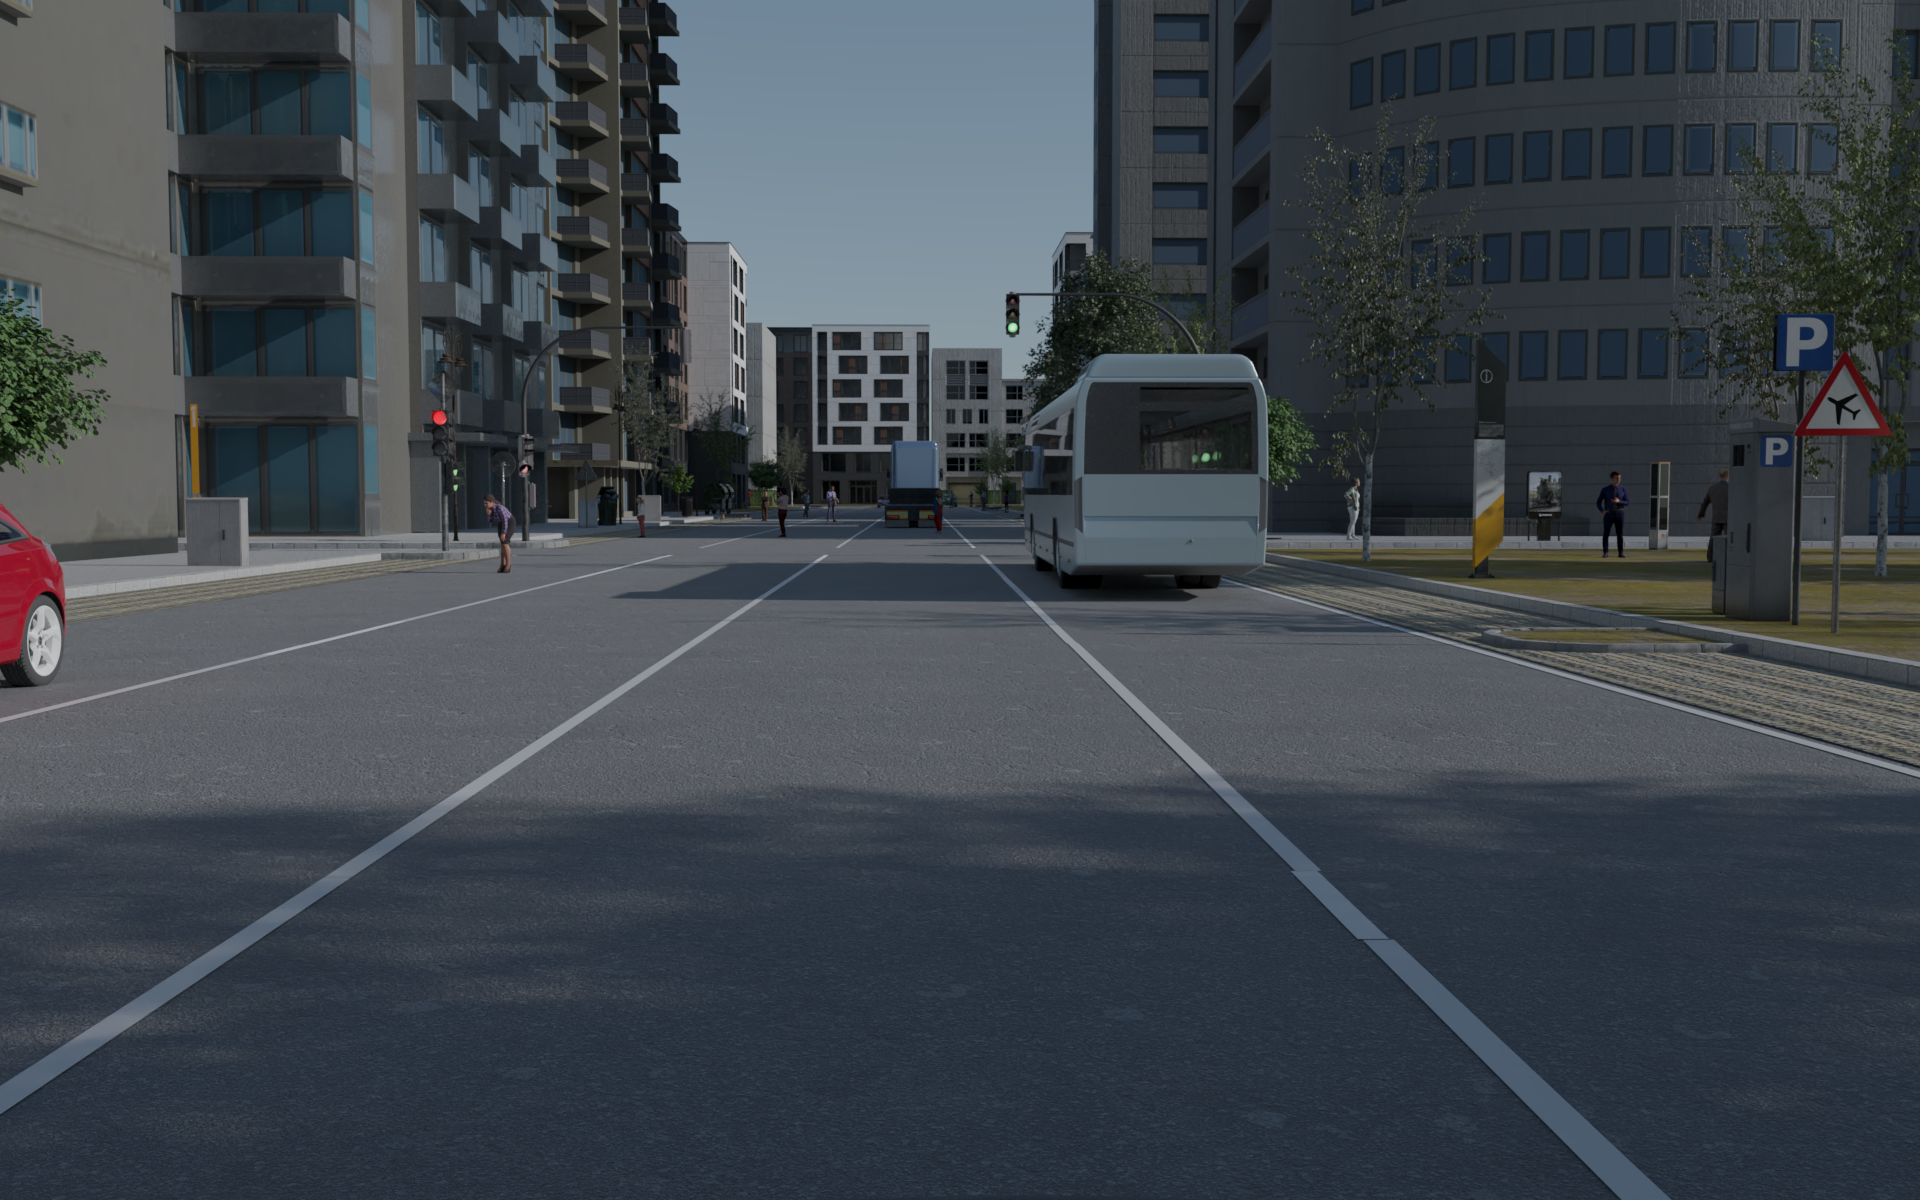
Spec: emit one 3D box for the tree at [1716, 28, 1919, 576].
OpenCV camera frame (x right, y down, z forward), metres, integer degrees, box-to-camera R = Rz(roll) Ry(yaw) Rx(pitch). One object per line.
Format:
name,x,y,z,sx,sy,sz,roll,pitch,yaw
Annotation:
tree,14.144,-4.675,26.798,4.737,8.622,4.395,0,3,0

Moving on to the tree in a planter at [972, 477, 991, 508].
tree in a planter,2.224,-11.015,177.317,1.991,3.239,1.994,0,4,-1

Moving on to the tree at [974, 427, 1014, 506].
tree,3.726,-14.898,193.940,4.737,8.622,4.395,0,3,0

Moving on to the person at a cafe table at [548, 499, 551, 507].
person at a cafe table,-20.460,-4.574,83.295,1.698,1.524,1.622,2,4,24

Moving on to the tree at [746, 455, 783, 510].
tree,-16.196,-9.807,144.063,4.285,4.588,4.351,0,3,0

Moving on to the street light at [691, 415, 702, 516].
street light,-15.103,-7.735,99.261,0.468,5.910,1.993,0,4,-1

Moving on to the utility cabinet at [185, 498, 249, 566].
utility cabinet,-13.271,-1.210,30.945,1.020,1.237,0.306,0,4,5

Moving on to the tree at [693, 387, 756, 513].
tree,-16.478,-10.348,119.545,4.737,8.622,4.395,0,3,0

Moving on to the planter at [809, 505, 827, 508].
planter,-14.552,-9.456,175.738,1.991,0.319,1.994,0,4,-1

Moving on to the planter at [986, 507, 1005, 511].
planter,2.891,-7.851,149.498,1.991,0.319,1.994,0,4,-1

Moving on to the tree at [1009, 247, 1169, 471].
tree,6.787,-10.001,80.519,9.611,12.733,9.660,0,3,0

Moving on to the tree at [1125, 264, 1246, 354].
tree,7.228,-6.382,54.707,4.737,8.622,4.395,0,3,0

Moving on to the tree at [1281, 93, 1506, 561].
tree,7.963,-5.056,33.026,4.360,8.622,3.978,0,3,0

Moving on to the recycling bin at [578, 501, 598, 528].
recycling bin,-14.276,-3.296,66.447,0.722,1.027,0.722,-1,4,-12

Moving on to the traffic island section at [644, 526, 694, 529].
traffic island section,-12.080,-2.985,71.674,1.991,0.108,1.994,0,4,-1

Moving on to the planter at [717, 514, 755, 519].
planter,-12.708,-4.738,98.604,1.991,0.319,1.994,0,4,-1

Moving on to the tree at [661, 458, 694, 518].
tree,-15.210,-6.095,94.252,1.663,3.219,1.824,0,3,0

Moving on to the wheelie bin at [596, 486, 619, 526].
wheelie bin,-14.299,-3.825,70.447,0.693,1.594,0.980,3,5,43

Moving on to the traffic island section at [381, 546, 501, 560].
traffic island section,-11.615,-1.025,39.040,2.009,0.180,2.903,0,4,-1

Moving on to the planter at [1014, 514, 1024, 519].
planter,4.103,-4.763,99.013,1.991,0.319,1.994,0,4,-1

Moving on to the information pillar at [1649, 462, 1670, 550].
information pillar,16.079,-2.161,39.827,0.304,2.012,0.304,-1,4,-17

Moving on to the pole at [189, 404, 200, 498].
pole,-17.389,-2.785,39.374,0.158,3.312,0.155,0,3,0

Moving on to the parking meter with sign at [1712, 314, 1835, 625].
parking meter with sign,8.197,-1.309,17.671,0.543,3.016,1.738,0,4,2

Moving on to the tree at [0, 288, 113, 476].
tree,-13.939,-2.485,24.344,4.285,4.588,4.351,0,3,0

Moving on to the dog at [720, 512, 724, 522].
dog,-11.988,-4.167,87.420,0.540,0.507,0.406,3,4,38

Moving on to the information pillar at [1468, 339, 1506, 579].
information pillar,8.021,-2.137,26.287,0.504,3.616,0.183,-1,4,-14

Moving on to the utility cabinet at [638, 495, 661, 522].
utility cabinet,-14.503,-4.268,80.945,1.020,1.237,0.306,0,4,-4

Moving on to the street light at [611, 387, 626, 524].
street light,-14.390,-6.144,73.250,0.468,5.910,1.993,0,4,-1

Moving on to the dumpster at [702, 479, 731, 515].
dumpster,-15.315,-6.463,108.165,1.502,2.255,1.985,0,4,-1

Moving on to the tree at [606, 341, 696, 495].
tree,-15.113,-8.126,83.224,4.360,8.622,3.978,0,3,0

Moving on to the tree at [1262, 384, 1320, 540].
tree,8.533,-4.014,49.351,4.285,4.588,4.351,0,3,0

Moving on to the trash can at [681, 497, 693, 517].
trash can,-15.349,-5.245,97.415,0.748,1.137,0.748,0,3,0

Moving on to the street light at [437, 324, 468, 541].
street light,-13.799,-4.553,47.236,0.468,5.910,1.993,0,4,-1

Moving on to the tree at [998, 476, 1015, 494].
tree,5.059,-11.423,181.369,1.663,3.219,1.824,0,3,0

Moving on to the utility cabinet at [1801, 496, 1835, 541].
utility cabinet,23.487,-2.221,47.483,1.020,1.237,0.306,2,4,24

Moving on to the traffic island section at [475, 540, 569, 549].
traffic island section,-11.806,-1.513,47.023,2.009,0.180,2.903,0,4,-1

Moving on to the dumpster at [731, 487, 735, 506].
dumpster,-15.488,-6.724,112.424,1.502,2.255,1.985,0,4,-1

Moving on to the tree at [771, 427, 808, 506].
tree,-17.839,-14.246,183.292,4.360,8.622,3.978,0,3,0

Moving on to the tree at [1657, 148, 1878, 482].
tree,17.064,-5.244,36.100,4.360,8.622,3.978,0,3,0

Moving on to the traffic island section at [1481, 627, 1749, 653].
traffic island section,6.074,0.390,16.497,1.991,0.108,1.994,0,4,-1
